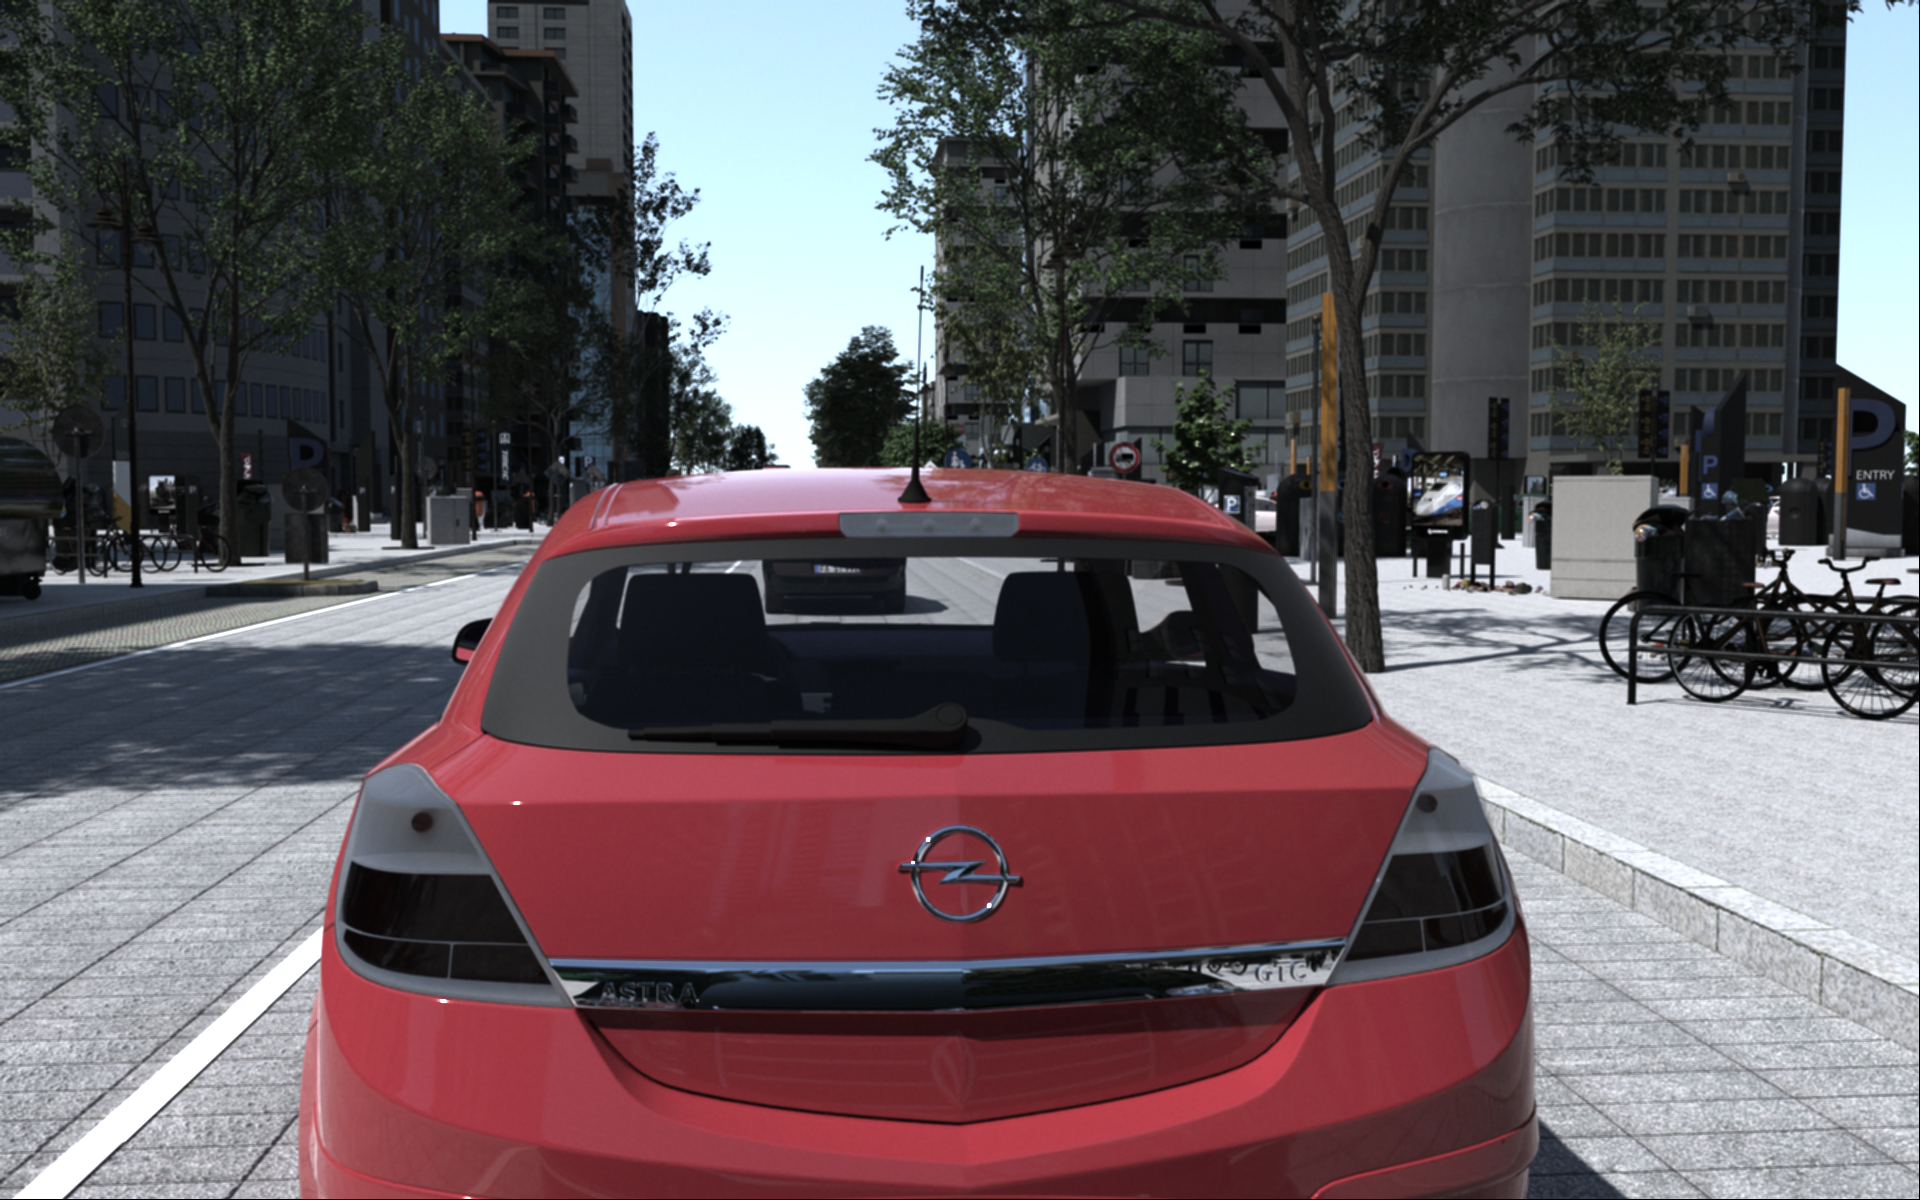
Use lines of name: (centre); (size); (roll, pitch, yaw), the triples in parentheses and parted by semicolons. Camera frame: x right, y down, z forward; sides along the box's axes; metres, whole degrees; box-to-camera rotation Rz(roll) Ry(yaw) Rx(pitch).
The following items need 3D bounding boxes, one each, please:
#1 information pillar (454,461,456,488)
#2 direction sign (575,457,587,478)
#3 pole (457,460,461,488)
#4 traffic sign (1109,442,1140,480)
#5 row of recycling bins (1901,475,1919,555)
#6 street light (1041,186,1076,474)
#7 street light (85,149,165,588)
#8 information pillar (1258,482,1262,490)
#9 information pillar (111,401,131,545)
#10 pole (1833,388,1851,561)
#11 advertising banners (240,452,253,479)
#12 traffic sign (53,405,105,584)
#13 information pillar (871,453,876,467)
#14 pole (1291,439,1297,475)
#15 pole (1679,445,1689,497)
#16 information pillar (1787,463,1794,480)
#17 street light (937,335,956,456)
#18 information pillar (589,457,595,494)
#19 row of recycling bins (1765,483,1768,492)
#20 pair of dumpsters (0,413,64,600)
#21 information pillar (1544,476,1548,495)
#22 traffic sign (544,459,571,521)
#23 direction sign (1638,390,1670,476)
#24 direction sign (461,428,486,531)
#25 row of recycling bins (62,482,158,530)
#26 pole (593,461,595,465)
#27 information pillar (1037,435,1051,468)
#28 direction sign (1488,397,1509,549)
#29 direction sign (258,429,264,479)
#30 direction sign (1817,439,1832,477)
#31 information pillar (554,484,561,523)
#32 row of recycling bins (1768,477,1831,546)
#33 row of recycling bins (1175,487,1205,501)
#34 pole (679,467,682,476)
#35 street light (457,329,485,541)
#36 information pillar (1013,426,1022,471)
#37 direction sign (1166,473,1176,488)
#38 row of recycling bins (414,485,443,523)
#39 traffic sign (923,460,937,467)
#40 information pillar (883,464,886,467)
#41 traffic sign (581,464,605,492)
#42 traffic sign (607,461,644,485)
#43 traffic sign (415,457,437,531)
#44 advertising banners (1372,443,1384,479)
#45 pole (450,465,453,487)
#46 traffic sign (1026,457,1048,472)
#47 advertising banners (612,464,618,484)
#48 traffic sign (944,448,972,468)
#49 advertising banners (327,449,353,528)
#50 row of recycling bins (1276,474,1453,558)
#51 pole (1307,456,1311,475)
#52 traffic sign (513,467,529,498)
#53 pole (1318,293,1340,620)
information pillar: (-36.202, -8.126, 124.219); (0.183, 3.616, 0.504); (-1, 4, -13)
direction sign: (-23.026, -6.958, 105.759); (0.876, 3.537, 0.379); (-1, 4, -16)
pole: (-30.398, -6.807, 105.133); (0.158, 3.312, 0.155); (0, 3, 0)
traffic sign: (4.032, -2.596, 42.549); (0.768, 2.556, 0.104); (0, 4, -1)
row of recycling bins: (20.593, -1.902, 38.215); (1.069, 1.692, 3.534); (1, 4, 14)
street light: (1.549, -3.277, 26.371); (0.468, 5.910, 1.993); (0, 4, -5)
street light: (-11.340, -3.112, 23.675); (0.468, 5.910, 1.993); (0, 4, -5)
information pillar: (18.677, -6.365, 108.558); (0.304, 2.012, 0.304); (-2, 4, -30)
information pillar: (-21.031, -3.189, 43.492); (0.183, 3.616, 0.504); (1, 4, 22)
pole: (17.001, -2.419, 33.391); (0.158, 3.312, 0.155); (0, 3, 0)
advertising banners: (-28.704, -4.614, 71.631); (2.074, 3.025, 0.090); (0, 4, -1)
traffic sign: (-12.570, -1.505, 24.719); (0.768, 2.556, 0.104); (0, 4, 3)
information pillar: (-4.854, -6.488, 97.425); (0.183, 3.616, 0.504); (2, 4, 31)
pole: (12.337, -4.298, 64.108); (0.158, 3.312, 0.155); (0, 3, 0)
pole: (29.982, -4.773, 71.884); (0.158, 3.312, 0.155); (0, 3, 0)
information pillar: (45.503, -6.337, 94.964); (0.504, 3.616, 0.183); (-2, 4, -30)
street light: (-0.396, -4.747, 50.400); (0.468, 5.910, 1.993); (0, 4, -5)
information pillar: (-23.173, -7.205, 109.161); (0.504, 3.616, 0.183); (2, 4, 28)
row of recycling bins: (29.857, -3.449, 63.503); (3.534, 1.692, 1.069); (0, 4, -1)
pair of dumpsters: (-11.483, -1.002, 18.880); (1.574, 2.255, 4.437); (0, 4, -5)
information pillar: (24.280, -4.142, 72.216); (0.304, 2.012, 0.304); (0, 4, -7)
traffic sign: (-11.580, -2.828, 49.880); (0.795, 2.450, 0.064); (0, 4, -5)
direction sign: (15.165, -2.809, 37.918); (0.876, 3.537, 0.379); (-2, 4, -26)
direction sign: (-16.846, -4.164, 60.072); (0.876, 3.537, 0.379); (-3, 4, -37)
row of recycling bins: (-30.469, -3.350, 61.892); (3.534, 1.692, 1.069); (-1, 4, -20)
pole: (-22.426, -6.854, 105.900); (0.158, 3.312, 0.155); (0, 3, 0)
information pillar: (3.375, -4.744, 68.924); (0.504, 3.616, 0.183); (-1, 4, -13)
direction sign: (12.670, -2.985, 40.804); (0.876, 3.537, 0.379); (-3, 5, -43)
direction sign: (-24.584, -4.218, 60.959); (0.379, 3.537, 0.876); (-1, 4, -14)
direction sign: (35.805, -4.880, 71.783); (0.876, 3.537, 0.379); (-2, 4, -30)
information pillar: (-17.522, -4.327, 75.230); (0.304, 2.012, 0.304); (0, 4, 6)
row of recycling bins: (22.079, -2.246, 43.831); (3.534, 1.692, 1.069); (-2, 4, -31)
row of recycling bins: (9.262, -3.828, 69.695); (1.069, 1.692, 3.534); (0, 4, -2)
pole: (-20.912, -8.310, 129.704); (0.158, 3.312, 0.155); (0, 3, 0)
street light: (-13.424, -4.581, 47.692); (0.468, 5.910, 1.993); (0, 4, -5)
information pillar: (1.984, -4.182, 59.735); (0.183, 3.616, 0.504); (-2, 4, -29)
direction sign: (12.652, -6.720, 101.876); (0.379, 3.537, 0.876); (-3, 4, -36)
row of recycling bins: (-24.208, -4.375, 78.637); (3.534, 1.692, 1.069); (3, 5, 42)
traffic sign: (-0.872, -2.882, 50.761); (0.795, 2.450, 0.064); (0, 4, -5)
information pillar: (-5.357, -8.095, 123.709); (0.183, 3.616, 0.504); (-3, 5, -41)
traffic sign: (-12.253, -3.315, 57.837); (0.795, 2.450, 0.064); (0, 4, -5)
traffic sign: (-20.538, -6.883, 106.413); (2.265, 3.308, 0.079); (0, 4, 5)
traffic sign: (-18.344, -3.630, 59.451); (0.768, 2.556, 0.104); (0, 4, 4)
advertising banners: (13.577, -3.895, 59.866); (2.074, 3.025, 0.090); (1, 4, 13)
pole: (-35.463, -7.767, 120.833); (0.158, 3.312, 0.155); (0, 3, 0)
traffic sign: (2.634, -3.626, 59.384); (0.768, 2.556, 0.104); (0, 3, 0)
advertising banners: (-20.976, -6.507, 102.579); (2.074, 3.025, 0.090); (2, 4, 30)
traffic sign: (-0.054, -2.929, 47.994); (0.768, 2.556, 0.104); (0, 4, -4)
advertising banners: (-23.631, -4.293, 66.376); (2.074, 3.025, 0.090); (-3, 5, -45)
row of recycling bins: (8.271, -1.738, 35.528); (3.534, 1.692, 1.069); (1, 4, 12)
pole: (18.665, -6.046, 92.702); (0.158, 3.312, 0.155); (0, 3, 0)
traffic sign: (-21.017, -5.083, 83.119); (0.884, 2.594, 0.081); (0, 4, 0)
pole: (3.772, -1.458, 17.690); (0.158, 3.312, 0.155); (0, 3, 0)
